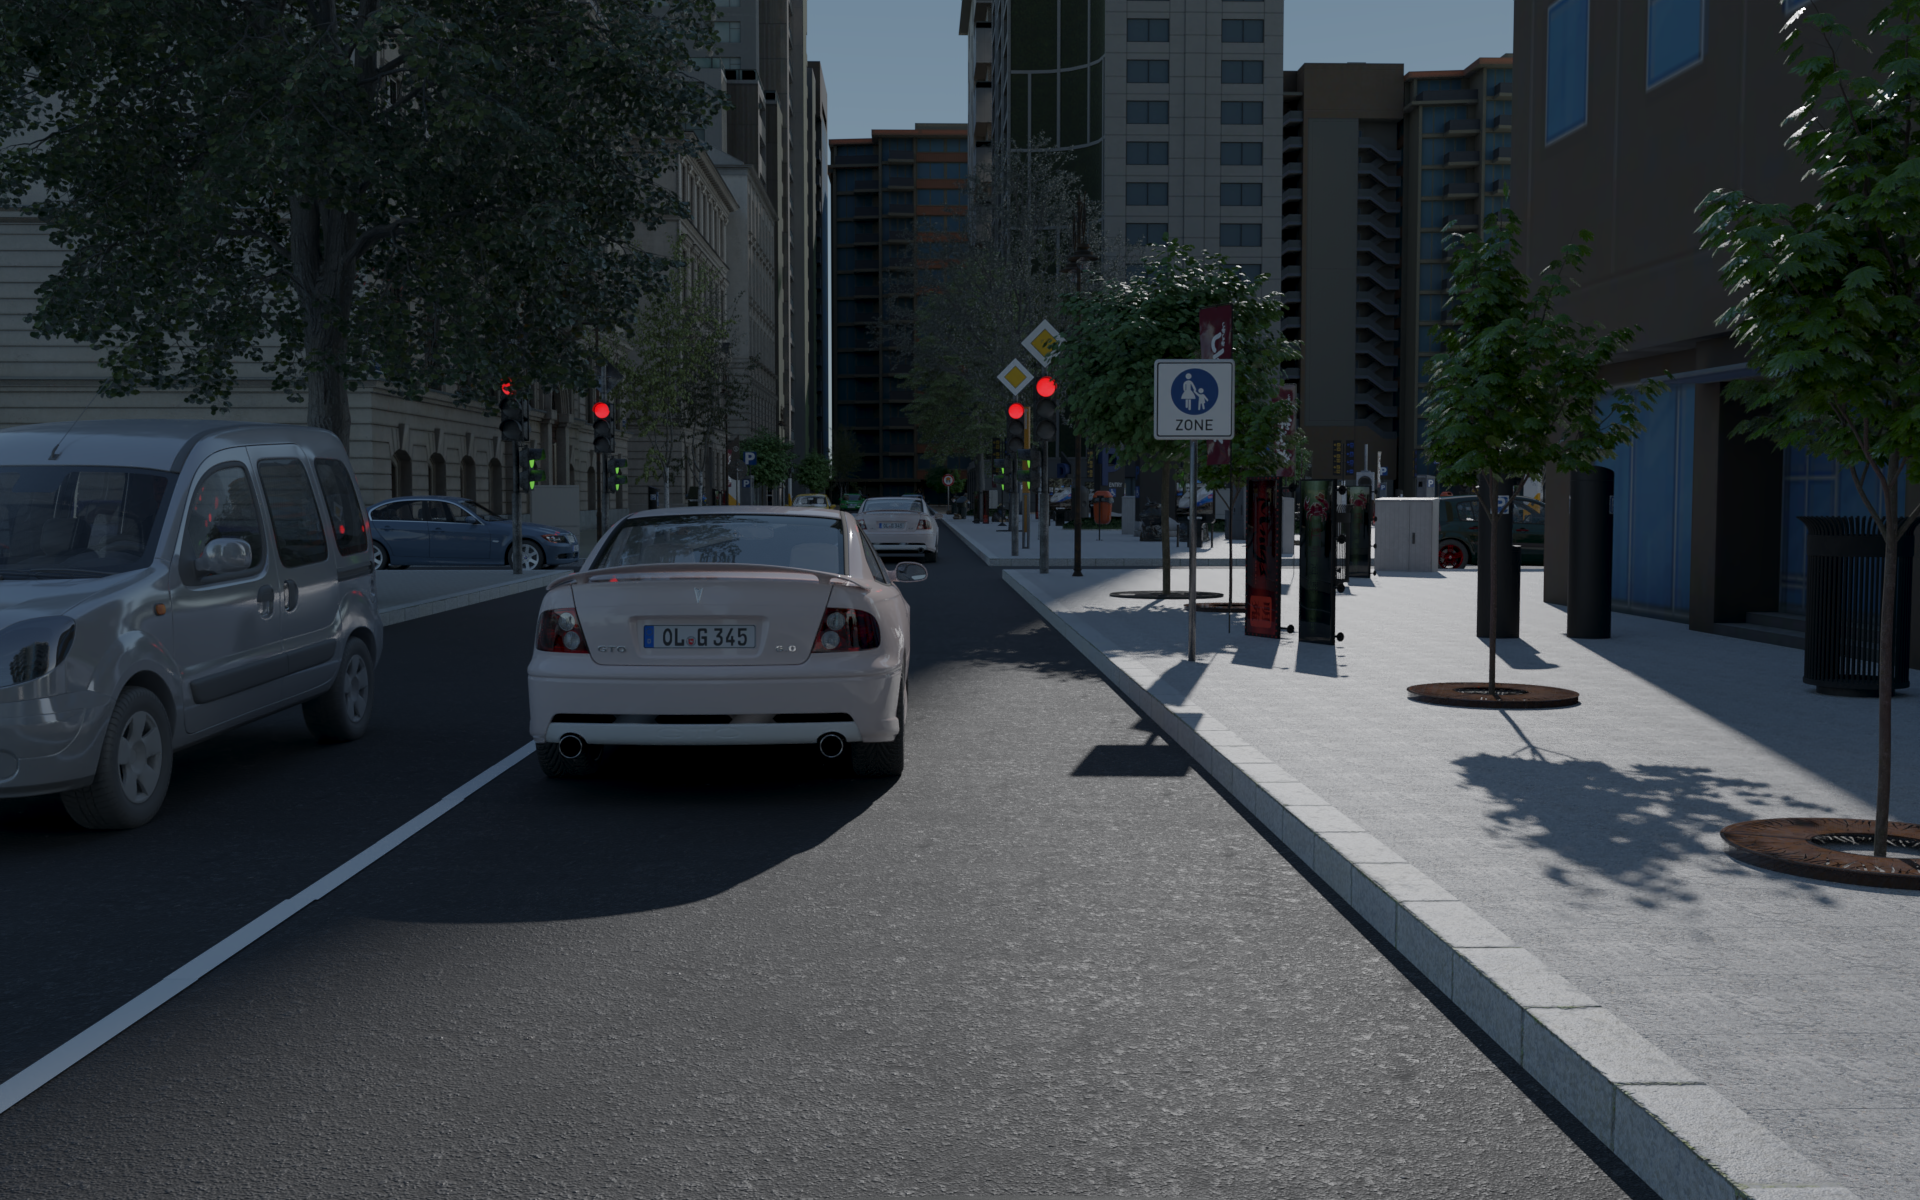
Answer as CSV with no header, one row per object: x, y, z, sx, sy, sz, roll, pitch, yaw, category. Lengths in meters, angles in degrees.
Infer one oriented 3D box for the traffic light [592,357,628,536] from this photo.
-7.284,-2.855,35.606,0.839,4.253,0.868,0,4,-2,traffic light

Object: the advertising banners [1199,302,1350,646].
2.725,-1.176,15.418,0.090,3.025,2.074,-2,4,-27,advertising banners

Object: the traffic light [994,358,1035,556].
1.124,-2.870,35.851,0.839,4.253,0.868,0,4,-2,traffic light

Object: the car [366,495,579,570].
-9.209,-1.190,31.463,4.499,1.417,2.014,0,4,-1,car

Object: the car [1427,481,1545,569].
9.995,-1.313,31.252,4.222,1.686,2.009,0,3,0,car

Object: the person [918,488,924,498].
-2.632,-6.377,112.784,0.705,1.822,1.348,2,4,31,person

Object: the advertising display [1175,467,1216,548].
5.645,-2.223,41.565,0.974,1.923,0.123,2,4,24,advertising display

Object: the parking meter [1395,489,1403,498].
22.796,-4.988,89.965,0.372,1.533,0.369,0,3,0,parking meter

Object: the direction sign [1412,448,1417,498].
22.594,-5.757,86.118,0.379,3.537,0.876,0,4,2,direction sign

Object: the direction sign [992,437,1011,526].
1.697,-4.732,69.370,0.876,3.537,0.379,2,4,26,direction sign

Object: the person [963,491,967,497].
0.635,-11.154,190.865,0.705,1.824,1.348,3,5,44,person

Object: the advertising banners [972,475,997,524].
1.102,-4.796,74.595,0.090,3.025,2.074,-2,4,-31,advertising banners

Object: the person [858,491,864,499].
-8.756,-8.617,150.120,1.217,1.736,0.721,3,5,40,person

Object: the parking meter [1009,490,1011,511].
2.658,-4.865,87.946,0.372,1.533,0.369,0,3,0,parking meter

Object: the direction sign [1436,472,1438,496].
28.163,-6.741,102.214,0.379,3.537,0.876,0,4,7,direction sign

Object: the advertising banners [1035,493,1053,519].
4.050,-5.627,88.193,2.074,3.025,0.090,3,5,43,advertising banners

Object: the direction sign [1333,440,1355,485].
16.113,-4.943,72.817,0.876,3.537,0.379,1,4,17,direction sign

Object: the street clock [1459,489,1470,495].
17.107,-3.314,58.749,0.471,2.002,0.358,1,4,22,street clock

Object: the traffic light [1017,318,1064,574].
1.342,-2.382,27.869,0.839,4.253,0.868,0,4,-2,traffic light

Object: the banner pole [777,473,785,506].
-9.705,-6.339,93.657,0.401,3.779,0.863,2,4,33,banner pole

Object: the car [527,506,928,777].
-1.230,0.134,10.163,2.083,1.381,4.827,0,4,-1,car

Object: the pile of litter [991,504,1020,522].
2.129,-4.004,79.432,1.719,0.858,1.176,-3,5,-39,pile of litter

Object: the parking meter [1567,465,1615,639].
5.625,-0.431,15.450,0.372,1.533,0.369,0,3,0,parking meter

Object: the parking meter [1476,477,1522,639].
4.824,-0.433,15.489,0.372,1.533,0.369,0,3,0,parking meter

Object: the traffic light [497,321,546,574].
-7.066,-2.367,27.624,0.839,4.253,0.868,0,4,-2,traffic light

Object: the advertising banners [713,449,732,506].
-9.131,-4.319,66.804,0.090,3.025,2.074,1,4,12,advertising banners

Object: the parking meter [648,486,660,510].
-9.248,-2.691,52.416,0.372,1.533,0.369,0,3,0,parking meter

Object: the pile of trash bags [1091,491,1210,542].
5.236,-2.310,47.518,3.447,1.369,1.912,2,4,24,pile of trash bags

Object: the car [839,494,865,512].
-8.031,-7.352,129.008,1.959,1.807,4.718,0,4,-2,car

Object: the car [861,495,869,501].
-8.962,-8.783,156.182,1.945,1.354,3.894,0,4,-1,car

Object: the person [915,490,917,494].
-4.491,-10.415,178.802,0.705,1.822,1.348,-1,4,-19,person

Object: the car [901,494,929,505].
-2.851,-5.593,103.451,2.014,1.417,4.499,0,4,0,car

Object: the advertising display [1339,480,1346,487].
17.377,-4.498,78.758,0.123,1.923,0.974,1,4,23,advertising display

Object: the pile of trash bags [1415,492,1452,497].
20.052,-3.966,74.590,3.447,1.369,1.912,-3,4,-38,pile of trash bags

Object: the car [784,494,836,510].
-5.900,-3.575,68.669,2.015,1.641,3.980,0,4,0,car

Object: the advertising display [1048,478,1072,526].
4.002,-3.918,69.280,0.974,1.923,0.123,-1,4,-11,advertising display

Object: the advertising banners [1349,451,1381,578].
5.636,-1.886,27.019,0.090,3.025,2.074,-3,5,-40,advertising banners

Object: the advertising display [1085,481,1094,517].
6.873,-5.109,88.745,0.974,1.923,0.123,1,4,12,advertising display

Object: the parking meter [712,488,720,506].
-10.727,-4.147,76.208,0.372,1.533,0.369,0,3,0,parking meter

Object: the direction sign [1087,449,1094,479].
6.827,-5.860,87.807,0.876,3.537,0.379,-1,4,-20,direction sign

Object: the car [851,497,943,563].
-1.405,-1.545,37.629,2.083,1.381,4.827,0,4,0,car
